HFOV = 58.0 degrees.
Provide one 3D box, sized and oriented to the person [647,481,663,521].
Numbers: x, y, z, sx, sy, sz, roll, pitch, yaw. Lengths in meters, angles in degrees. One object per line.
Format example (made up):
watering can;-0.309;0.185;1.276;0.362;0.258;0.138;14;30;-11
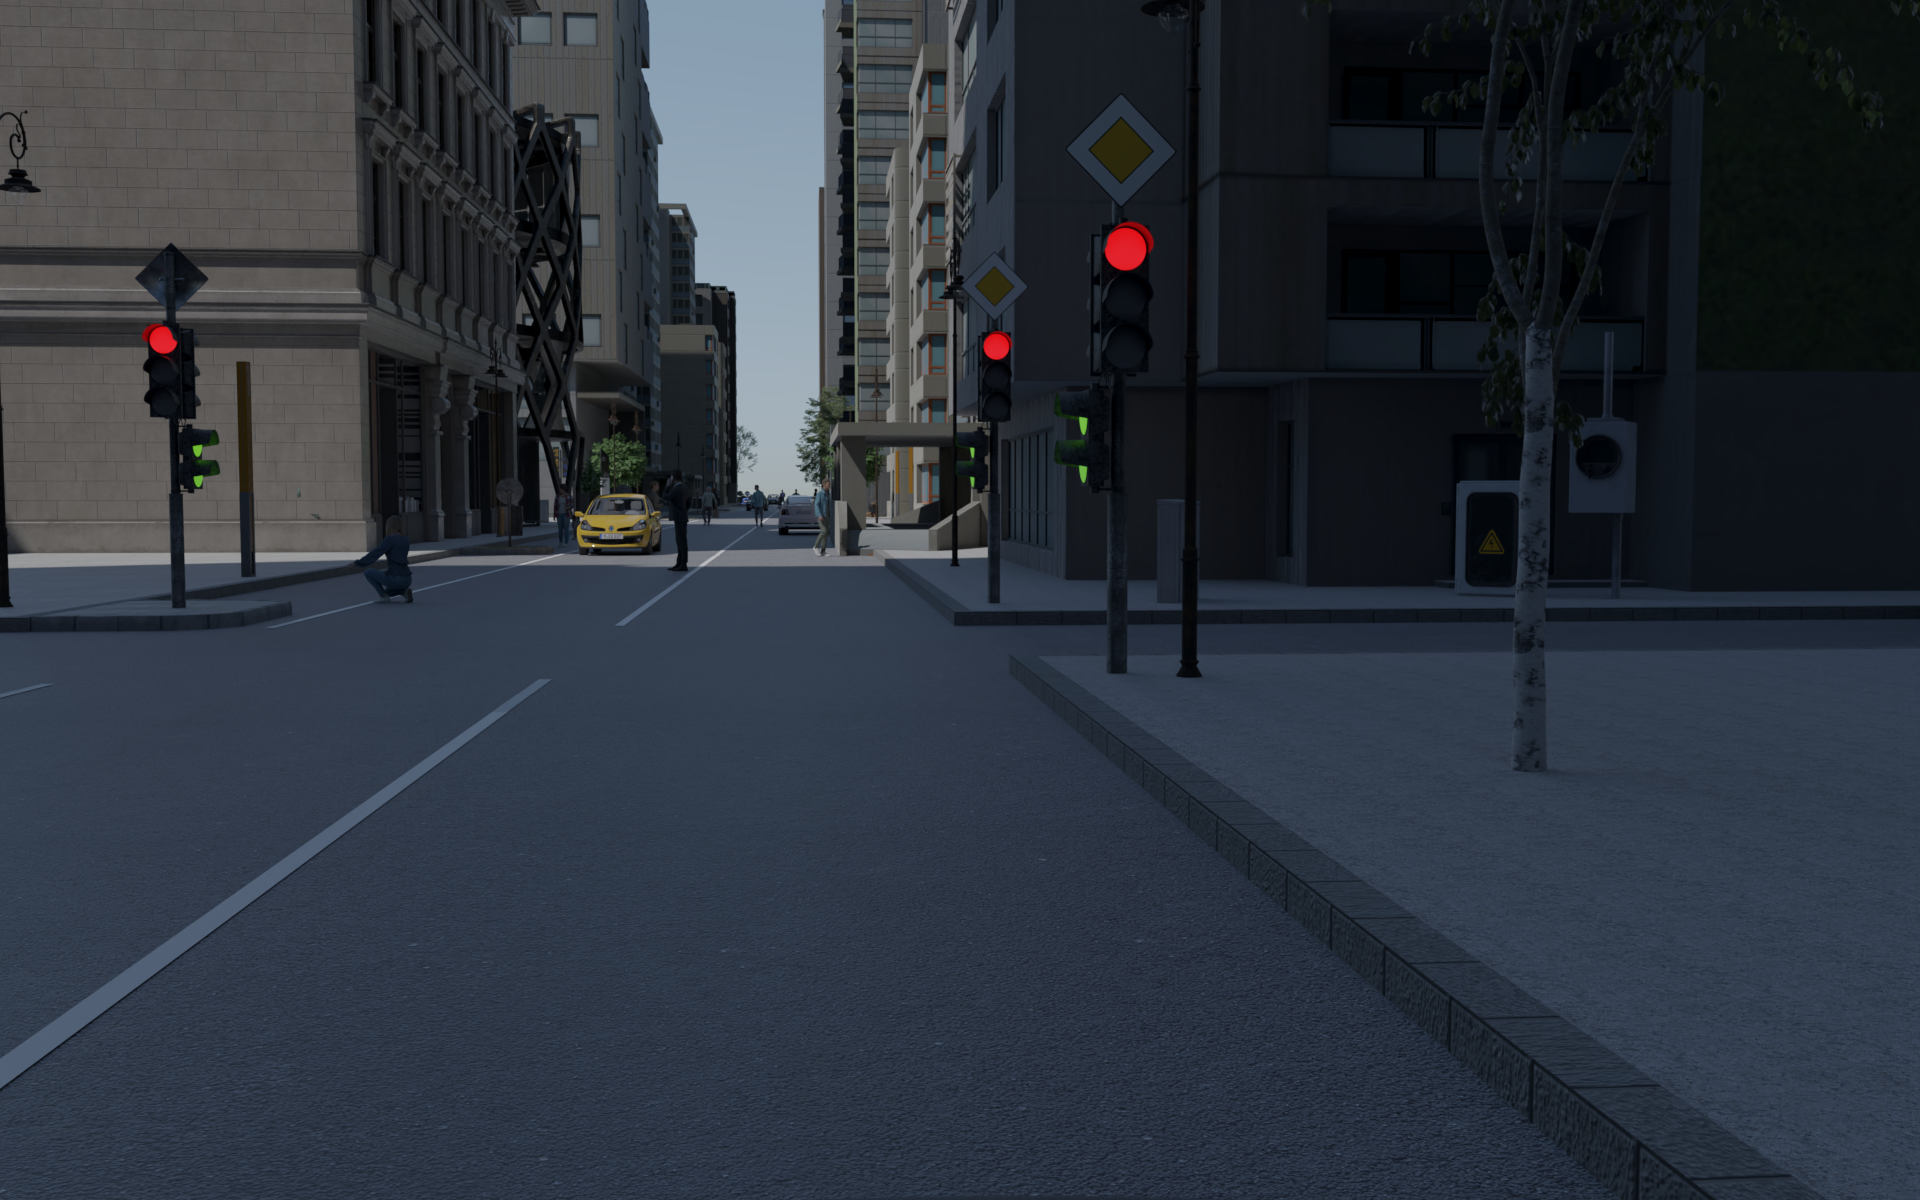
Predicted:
person;-7.830;-2.174;44.601;0.362;1.759;0.519;-2;4;-32

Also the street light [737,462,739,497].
street light;-31.299;-16.560;243.536;0.468;5.910;1.993;0;4;-5

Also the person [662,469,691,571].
person;-5.274;-1.488;32.187;0.474;1.900;0.648;0;4;2

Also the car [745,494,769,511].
car;-17.230;-8.402;147.154;2.009;1.686;4.222;0;4;-4

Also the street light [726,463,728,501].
street light;-28.434;-14.595;211.423;0.468;5.910;1.993;0;4;-5

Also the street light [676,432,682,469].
street light;-20.832;-9.512;128.308;0.468;5.910;1.993;0;4;-5

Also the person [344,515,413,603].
person;-7.606;-0.538;22.787;0.738;1.151;1.012;2;4;32

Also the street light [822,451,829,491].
street light;-14.608;-13.248;189.386;0.468;5.910;1.993;0;4;-5

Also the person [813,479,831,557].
person;-3.145;-1.887;39.701;0.444;1.785;0.601;2;4;35

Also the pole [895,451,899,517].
pole;-2.962;-5.389;81.946;0.158;3.312;0.155;0;3;0

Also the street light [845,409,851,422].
street light;-5.988;-7.462;94.796;0.468;5.910;1.993;0;4;-5

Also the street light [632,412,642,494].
street light;-17.917;-7.548;96.199;0.468;5.910;1.993;0;4;-5

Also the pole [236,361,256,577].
pole;-11.021;-2.012;26.732;0.158;3.312;0.155;0;3;0

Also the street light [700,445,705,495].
street light;-23.784;-11.476;160.413;0.468;5.910;1.993;0;4;-5

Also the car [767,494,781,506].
car;-22.614;-12.244;209.980;2.009;1.686;4.222;0;4;-4

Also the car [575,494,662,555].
car;-8.206;-1.936;41.872;2.015;1.641;3.980;0;4;-5

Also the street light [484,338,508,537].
street light;-13.782;-4.819;51.581;0.468;5.910;1.993;0;4;-5

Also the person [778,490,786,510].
person;-16.157;-9.107;157.272;0.709;1.838;0.599;-2;4;-26

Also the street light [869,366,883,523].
street light;-3.017;-5.499;62.692;0.468;5.910;1.993;0;4;-5

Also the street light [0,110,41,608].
street light;-10.843;-2.855;19.475;0.468;5.910;1.993;0;4;-5

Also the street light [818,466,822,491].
street light;-17.518;-15.212;221.495;0.468;5.910;1.993;0;4;-5

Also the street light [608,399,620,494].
street light;-16.741;-6.796;83.900;0.468;5.910;1.993;0;4;-5

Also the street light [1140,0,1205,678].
street light;1.611;-2.398;11.998;0.468;5.910;1.993;0;4;-5

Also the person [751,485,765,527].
person;-8.822;-4.110;75.566;0.638;1.841;0.748;0;4;-8

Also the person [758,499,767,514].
person;-14.361;-7.051;124.501;0.721;1.743;1.217;3;5;40

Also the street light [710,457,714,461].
street light;-25.486;-12.582;178.506;0.468;5.910;1.993;0;4;-5

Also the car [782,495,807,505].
car;-10.060;-5.843;107.892;2.083;1.381;4.827;0;4;-4

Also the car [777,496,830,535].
car;-5.557;-3.053;62.283;2.083;1.381;4.827;0;4;-4

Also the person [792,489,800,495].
person;-12.281;-7.421;129.918;1.350;1.814;0.705;1;4;9

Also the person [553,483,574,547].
person;-10.733;-2.300;46.939;0.563;1.720;0.643;0;4;5

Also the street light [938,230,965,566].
street light;-0.091;-3.535;30.585;0.468;5.910;1.993;0;4;-5

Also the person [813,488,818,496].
person;-9.586;-6.537;115.521;0.705;1.807;1.348;0;4;7

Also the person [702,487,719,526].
person;-11.297;-4.243;78.364;0.782;1.767;0.515;-2;4;-26

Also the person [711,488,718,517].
person;-15.704;-6.232;110.524;0.705;1.807;1.348;1;4;14

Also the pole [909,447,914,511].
pole;-1.902;-4.507;67.526;0.158;3.312;0.155;0;3;0

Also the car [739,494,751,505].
car;-26.742;-12.698;217.205;1.945;1.707;3.694;0;4;-3
